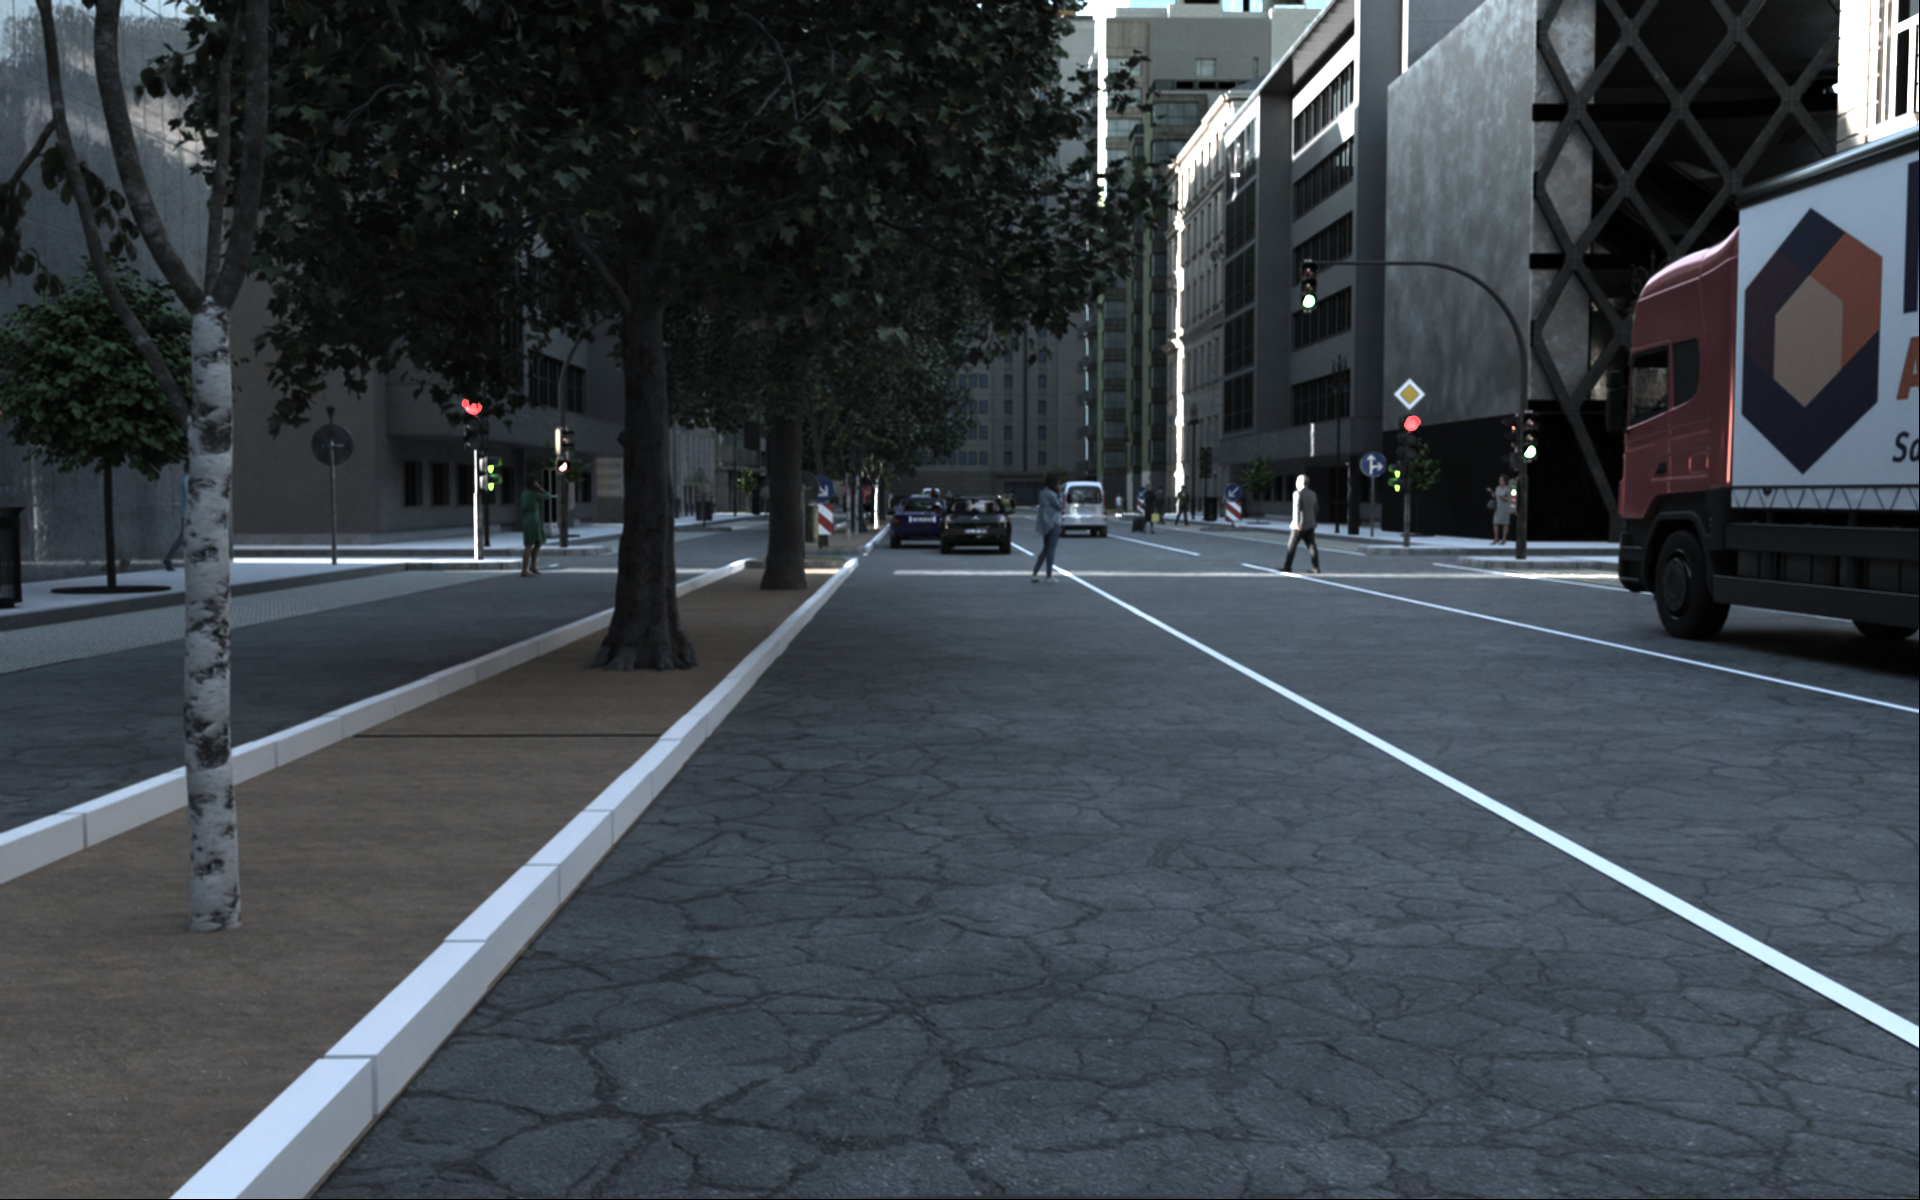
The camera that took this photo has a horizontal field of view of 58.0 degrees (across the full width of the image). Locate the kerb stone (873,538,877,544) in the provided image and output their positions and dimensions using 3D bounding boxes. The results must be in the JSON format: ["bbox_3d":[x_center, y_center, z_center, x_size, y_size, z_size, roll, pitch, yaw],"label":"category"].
[{"bbox_3d":[-2.382,-1.513,46.976,0.120,0.150,1.000,0,4,-1],"label":"kerb stone"}]

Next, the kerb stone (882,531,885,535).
[{"bbox_3d":[-2.596,-2.079,56.200,0.120,0.150,1.000,0,4,-1],"label":"kerb stone"}]

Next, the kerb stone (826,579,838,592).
[{"bbox_3d":[-1.877,-0.169,24.952,0.120,0.150,1.000,0,4,-1],"label":"kerb stone"}]

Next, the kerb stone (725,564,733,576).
[{"bbox_3d":[-4.100,-0.477,30.002,0.120,0.150,1.000,0,4,-1],"label":"kerb stone"}]

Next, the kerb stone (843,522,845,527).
[{"bbox_3d":[-5.092,-3.143,73.591,0.120,0.150,1.000,0,4,-1],"label":"kerb stone"}]

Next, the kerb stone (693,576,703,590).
[{"bbox_3d":[-3.998,-0.224,25.897,0.120,0.150,1.000,0,4,-1],"label":"kerb stone"}]

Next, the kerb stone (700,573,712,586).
[{"bbox_3d":[-4.023,-0.289,26.922,0.120,0.150,1.000,0,4,-1],"label":"kerb stone"}]

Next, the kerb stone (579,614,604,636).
[{"bbox_3d":[-3.818,0.276,17.717,0.120,0.150,1.000,0,4,-1],"label":"kerb stone"}]

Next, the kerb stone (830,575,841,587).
[{"bbox_3d":[-1.907,-0.231,25.974,0.120,0.150,1.000,0,4,-1],"label":"kerb stone"}]

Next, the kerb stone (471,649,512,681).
[{"bbox_3d":[-3.722,0.527,13.627,0.120,0.150,1.000,0,4,-1],"label":"kerb stone"}]

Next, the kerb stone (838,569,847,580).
[{"bbox_3d":[-1.952,-0.357,28.028,0.120,0.150,1.000,0,4,-1],"label":"kerb stone"}]

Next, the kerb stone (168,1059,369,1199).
[{"bbox_3d":[-1.386,1.148,3.441,0.120,0.150,1.000,0,4,-1],"label":"kerb stone"}]

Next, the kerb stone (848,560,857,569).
[{"bbox_3d":[-2.042,-0.605,32.115,0.120,0.150,1.000,0,4,-1],"label":"kerb stone"}]

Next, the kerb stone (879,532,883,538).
[{"bbox_3d":[-2.545,-1.953,54.151,0.120,0.150,1.000,0,4,-1],"label":"kerb stone"}]

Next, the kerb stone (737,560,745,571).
[{"bbox_3d":[-4.142,-0.602,32.046,0.120,0.150,1.000,0,4,-1],"label":"kerb stone"}]

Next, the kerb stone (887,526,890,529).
[{"bbox_3d":[-2.783,-2.582,64.415,0.120,0.150,1.000,0,4,-1],"label":"kerb stone"}]

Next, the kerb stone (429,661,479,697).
[{"bbox_3d":[-3.703,0.587,12.598,0.120,0.150,1.000,0,4,-1],"label":"kerb stone"}]

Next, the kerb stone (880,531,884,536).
[{"bbox_3d":[-2.579,-2.017,55.175,0.120,0.150,1.000,0,4,-1],"label":"kerb stone"}]

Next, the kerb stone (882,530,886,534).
[{"bbox_3d":[-2.612,-2.139,57.223,0.120,0.150,1.000,0,4,-1],"label":"kerb stone"}]

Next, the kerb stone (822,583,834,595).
[{"bbox_3d":[-1.855,-0.106,23.925,0.120,0.150,1.000,0,4,-1],"label":"kerb stone"}]

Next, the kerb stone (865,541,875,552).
[{"bbox_3d":[-2.345,-1.385,44.929,0.120,0.150,1.000,0,4,-1],"label":"kerb stone"}]

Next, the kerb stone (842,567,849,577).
[{"bbox_3d":[-1.979,-0.413,29.050,0.120,0.150,1.000,0,4,-1],"label":"kerb stone"}]

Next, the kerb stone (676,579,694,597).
[{"bbox_3d":[-3.980,-0.164,24.875,0.120,0.150,1.000,0,4,-1],"label":"kerb stone"}]

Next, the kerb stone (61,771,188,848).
[{"bbox_3d":[-3.582,0.901,7.462,0.120,0.150,1.000,0,4,-1],"label":"kerb stone"}]

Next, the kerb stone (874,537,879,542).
[{"bbox_3d":[-2.426,-1.639,49.031,0.120,0.150,1.000,0,4,-1],"label":"kerb stone"}]

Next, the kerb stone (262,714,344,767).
[{"bbox_3d":[-3.625,0.780,9.513,0.120,0.150,1.000,0,4,-1],"label":"kerb stone"}]

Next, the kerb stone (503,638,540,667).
[{"bbox_3d":[-3.744,0.462,14.649,0.120,0.150,1.000,0,4,-1],"label":"kerb stone"}]

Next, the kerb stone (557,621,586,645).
[{"bbox_3d":[-3.791,0.338,16.695,0.120,0.150,1.000,0,4,-1],"label":"kerb stone"}]

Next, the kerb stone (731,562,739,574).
[{"bbox_3d":[-4.116,-0.540,31.023,0.120,0.150,1.000,0,4,-1],"label":"kerb stone"}]

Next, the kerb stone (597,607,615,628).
[{"bbox_3d":[-3.842,0.213,18.739,0.120,0.150,1.000,0,4,-1],"label":"kerb stone"}]

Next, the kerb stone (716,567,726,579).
[{"bbox_3d":[-4.075,-0.414,28.977,0.120,0.150,1.000,0,4,-1],"label":"kerb stone"}]

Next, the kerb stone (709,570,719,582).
[{"bbox_3d":[-4.047,-0.348,27.951,0.120,0.150,1.000,0,4,-1],"label":"kerb stone"}]

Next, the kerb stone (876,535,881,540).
[{"bbox_3d":[-2.479,-1.767,51.080,0.120,0.150,1.000,0,4,-1],"label":"kerb stone"}]

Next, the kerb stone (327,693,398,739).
[{"bbox_3d":[-3.651,0.713,10.541,0.120,0.150,1.000,0,4,-1],"label":"kerb stone"}]

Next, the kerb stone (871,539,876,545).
[{"bbox_3d":[-2.373,-1.453,45.951,0.120,0.150,1.000,0,4,-1],"label":"kerb stone"}]

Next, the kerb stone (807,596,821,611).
[{"bbox_3d":[-1.789,0.082,20.853,0.120,0.150,1.000,0,4,-1],"label":"kerb stone"}]

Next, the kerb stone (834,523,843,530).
[{"bbox_3d":[-5.078,-3.080,72.555,0.120,0.150,1.000,0,4,-1],"label":"kerb stone"}]

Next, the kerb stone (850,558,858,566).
[{"bbox_3d":[-2.067,-0.669,33.141,0.120,0.150,1.000,0,4,-1],"label":"kerb stone"}]

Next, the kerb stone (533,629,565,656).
[{"bbox_3d":[-3.761,0.399,15.671,0.120,0.150,1.000,0,4,-1],"label":"kerb stone"}]

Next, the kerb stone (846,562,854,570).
[{"bbox_3d":[-2.023,-0.538,31.094,0.120,0.150,1.000,0,4,-1],"label":"kerb stone"}]

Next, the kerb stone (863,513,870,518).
[{"bbox_3d":[-5.946,-5.402,110.518,0.120,0.150,1.000,0,4,-1],"label":"kerb stone"}]

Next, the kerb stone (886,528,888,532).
[{"bbox_3d":[-2.710,-2.392,61.329,0.120,0.150,1.000,0,4,-1],"label":"kerb stone"}]

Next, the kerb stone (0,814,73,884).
[{"bbox_3d":[-3.561,0.964,6.440,0.120,0.150,1.000,0,4,-1],"label":"kerb stone"}]

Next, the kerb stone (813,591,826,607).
[{"bbox_3d":[-1.808,0.026,21.875,0.120,0.150,1.000,0,4,-1],"label":"kerb stone"}]

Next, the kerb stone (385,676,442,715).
[{"bbox_3d":[-3.679,0.655,11.577,0.120,0.150,1.000,0,4,-1],"label":"kerb stone"}]

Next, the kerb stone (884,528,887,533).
[{"bbox_3d":[-2.692,-2.331,60.300,0.120,0.150,1.000,0,4,-1],"label":"kerb stone"}]

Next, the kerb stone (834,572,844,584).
[{"bbox_3d":[-1.926,-0.294,26.999,0.120,0.150,1.000,0,4,-1],"label":"kerb stone"}]

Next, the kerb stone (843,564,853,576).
[{"bbox_3d":[-1.991,-0.477,30.072,0.120,0.150,1.000,0,4,-1],"label":"kerb stone"}]

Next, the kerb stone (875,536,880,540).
[{"bbox_3d":[-2.451,-1.697,50.053,0.120,0.150,1.000,0,4,-1],"label":"kerb stone"}]

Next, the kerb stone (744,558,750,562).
[{"bbox_3d":[-4.172,-0.665,33.072,0.120,0.150,1.000,0,4,-1],"label":"kerb stone"}]

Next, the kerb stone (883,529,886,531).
[{"bbox_3d":[-2.639,-2.205,58.247,0.120,0.150,1.000,0,4,-1],"label":"kerb stone"}]

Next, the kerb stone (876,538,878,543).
[{"bbox_3d":[-2.406,-1.572,48.006,0.120,0.150,1.000,0,4,-1],"label":"kerb stone"}]

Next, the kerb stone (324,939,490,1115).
[{"bbox_3d":[-1.405,1.085,4.463,0.120,0.150,1.000,0,4,-1],"label":"kerb stone"}]

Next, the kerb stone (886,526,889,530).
[{"bbox_3d":[-2.759,-2.519,63.375,0.120,0.150,1.000,0,4,-1],"label":"kerb stone"}]

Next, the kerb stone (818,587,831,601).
[{"bbox_3d":[-1.829,-0.043,22.899,0.120,0.150,1.000,0,4,-1],"label":"kerb stone"}]

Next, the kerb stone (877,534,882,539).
[{"bbox_3d":[-2.501,-1.829,52.102,0.120,0.150,1.000,0,4,-1],"label":"kerb stone"}]

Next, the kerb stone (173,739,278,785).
[{"bbox_3d":[-3.603,0.839,8.484,0.120,0.150,1.000,0,4,-1],"label":"kerb stone"}]
